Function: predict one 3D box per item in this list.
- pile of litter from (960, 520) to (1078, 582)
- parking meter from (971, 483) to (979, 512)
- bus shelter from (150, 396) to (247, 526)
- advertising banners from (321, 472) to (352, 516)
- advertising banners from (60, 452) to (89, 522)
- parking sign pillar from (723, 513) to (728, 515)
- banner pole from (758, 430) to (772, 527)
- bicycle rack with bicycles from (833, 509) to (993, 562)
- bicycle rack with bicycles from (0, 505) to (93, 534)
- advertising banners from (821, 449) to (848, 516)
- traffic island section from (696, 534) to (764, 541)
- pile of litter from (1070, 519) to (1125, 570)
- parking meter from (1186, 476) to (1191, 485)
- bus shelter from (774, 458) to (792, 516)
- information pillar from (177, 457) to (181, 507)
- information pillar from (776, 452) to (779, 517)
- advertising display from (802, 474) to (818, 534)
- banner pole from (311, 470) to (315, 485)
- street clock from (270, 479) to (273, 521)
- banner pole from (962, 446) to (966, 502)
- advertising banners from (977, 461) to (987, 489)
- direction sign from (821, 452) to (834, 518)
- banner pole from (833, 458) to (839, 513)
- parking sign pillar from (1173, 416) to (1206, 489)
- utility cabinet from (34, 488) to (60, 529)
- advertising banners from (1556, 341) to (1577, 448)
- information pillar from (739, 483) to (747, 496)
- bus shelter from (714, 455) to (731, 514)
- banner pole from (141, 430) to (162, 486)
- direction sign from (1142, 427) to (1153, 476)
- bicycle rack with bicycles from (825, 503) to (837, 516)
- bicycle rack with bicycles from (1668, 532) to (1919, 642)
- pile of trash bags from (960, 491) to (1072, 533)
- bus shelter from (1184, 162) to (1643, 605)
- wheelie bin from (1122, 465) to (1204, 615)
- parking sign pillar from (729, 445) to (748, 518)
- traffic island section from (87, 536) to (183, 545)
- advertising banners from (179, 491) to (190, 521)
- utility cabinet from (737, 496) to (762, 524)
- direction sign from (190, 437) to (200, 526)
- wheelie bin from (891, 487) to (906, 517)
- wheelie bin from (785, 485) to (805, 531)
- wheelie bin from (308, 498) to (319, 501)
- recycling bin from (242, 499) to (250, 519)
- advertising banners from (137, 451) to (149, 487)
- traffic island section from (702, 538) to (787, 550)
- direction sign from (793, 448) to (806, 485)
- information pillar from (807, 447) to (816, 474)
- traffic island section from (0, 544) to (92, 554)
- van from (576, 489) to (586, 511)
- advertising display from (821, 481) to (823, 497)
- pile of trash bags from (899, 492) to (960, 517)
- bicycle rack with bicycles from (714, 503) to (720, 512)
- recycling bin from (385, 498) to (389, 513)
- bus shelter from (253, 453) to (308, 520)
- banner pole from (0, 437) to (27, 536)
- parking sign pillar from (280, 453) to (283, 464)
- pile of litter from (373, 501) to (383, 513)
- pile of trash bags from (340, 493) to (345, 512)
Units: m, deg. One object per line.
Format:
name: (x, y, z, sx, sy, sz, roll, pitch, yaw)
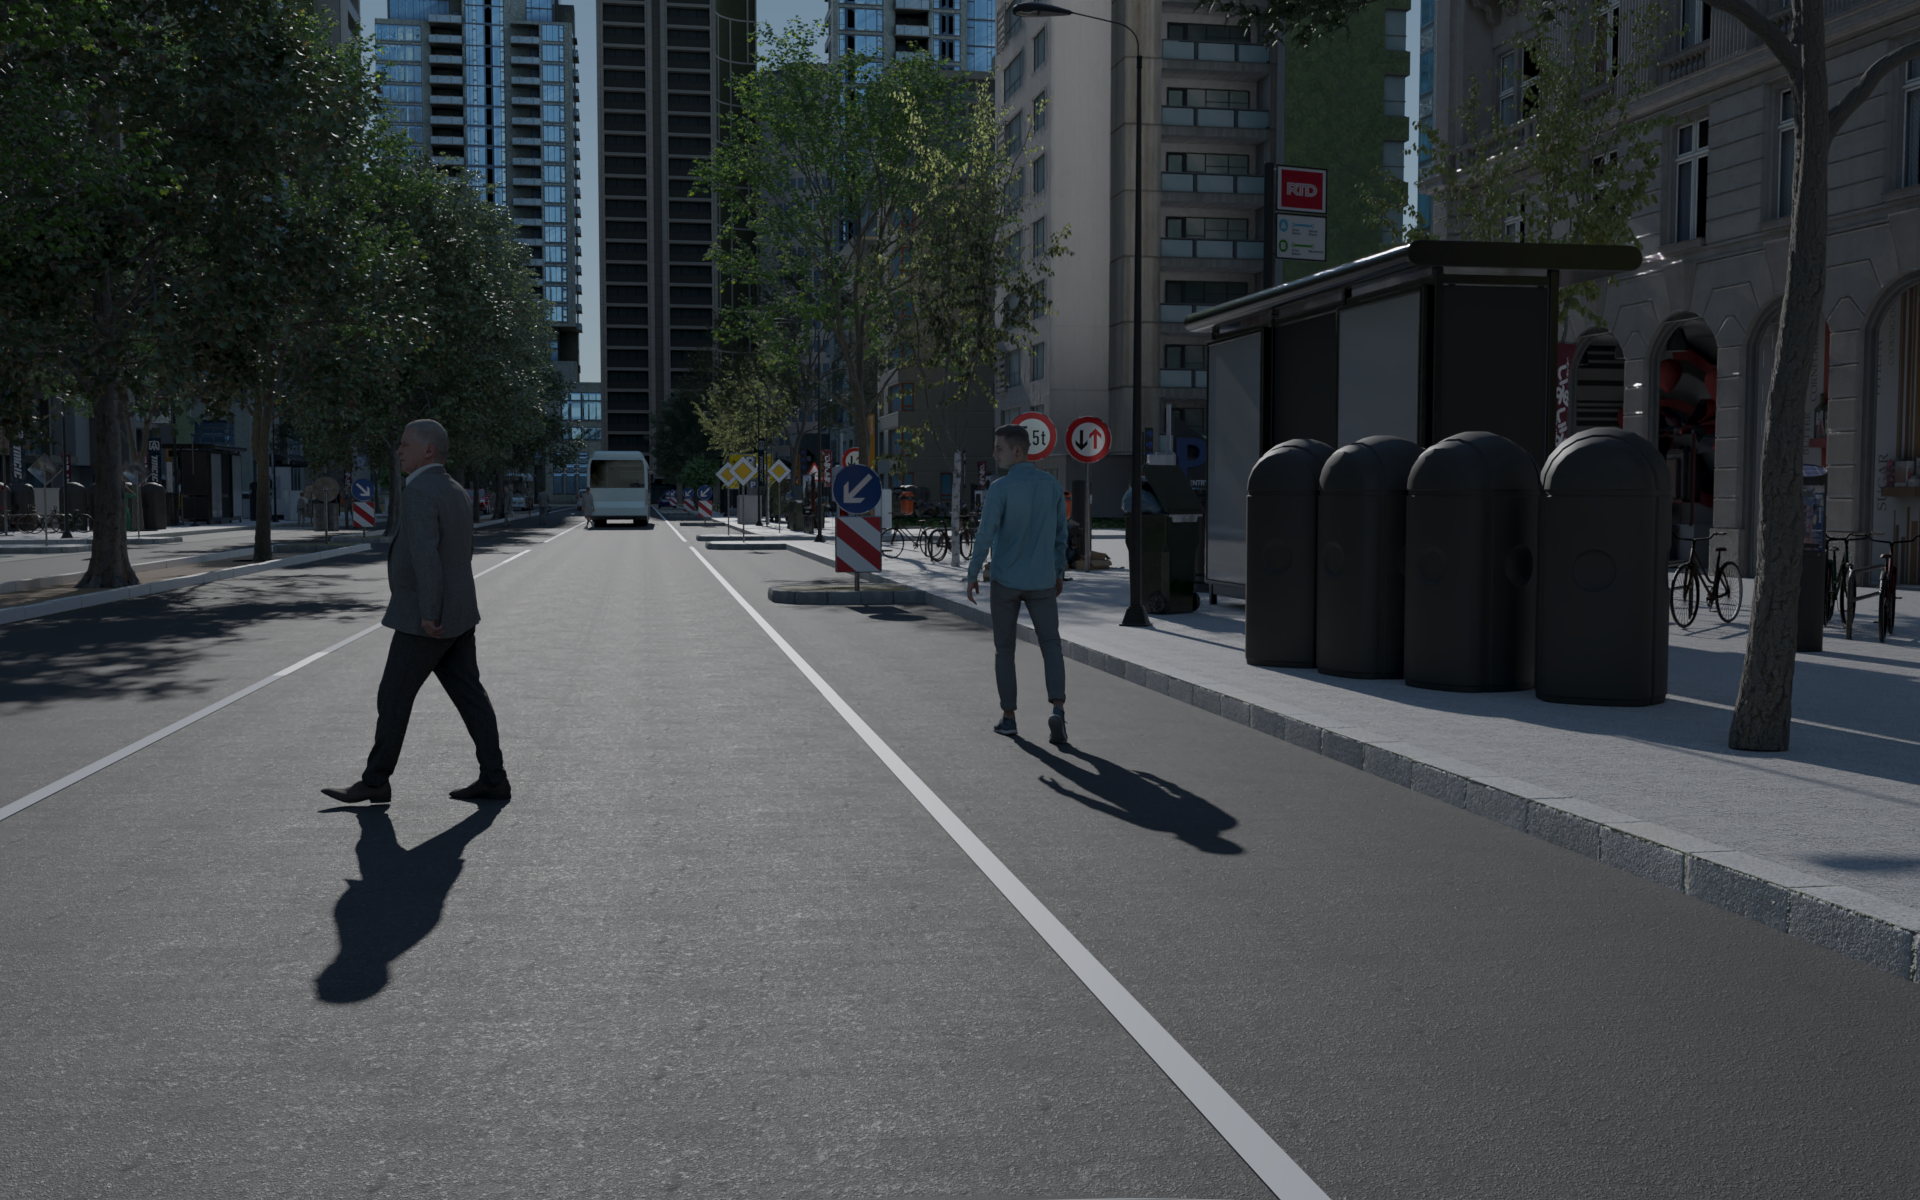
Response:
pile of litter: (0.820, -0.707, 25.525, 1.719, 0.858, 1.176, 0, 4, 2)
parking meter: (0.795, -5.413, 94.217, 0.399, 1.863, 0.255, -2, 4, -33)
bus shelter: (-32.307, -5.854, 73.343, 2.179, 5.291, 8.768, -1, 4, -10)
advertising banners: (-36.559, -6.429, 101.297, 2.074, 3.025, 0.090, -1, 4, -9)
advertising banners: (-37.361, -4.736, 73.622, 0.090, 3.025, 2.074, 1, 4, 19)
parking sign pillar: (-13.342, -6.976, 102.524, 1.447, 3.967, 1.447, -1, 4, -16)
banner pole: (-7.693, -4.760, 67.845, 0.401, 3.779, 0.863, -3, 4, -38)
bicycle rack with bicycles: (-0.415, -1.276, 34.248, 2.852, 0.926, 2.925, 3, 5, 42)
bicycle rack with bicycles: (-29.907, -2.642, 56.574, 2.925, 0.926, 2.852, -1, 4, -20)
advertising banners: (-4.574, -4.397, 68.074, 2.074, 3.025, 0.090, -3, 4, -36)
traffic island section: (-7.149, -1.921, 53.687, 2.009, 0.180, 2.903, -1, 4, -10)
pile of litter: (2.057, -0.948, 29.464, 1.719, 0.858, 1.176, -1, 4, -18)
parking meter: (7.228, -3.061, 55.759, 0.255, 1.863, 0.399, -1, 4, -22)
bus shelter: (-10.542, -6.447, 99.324, 2.014, 3.302, 5.546, -1, 4, -10)
information pillar: (-40.549, -6.058, 90.410, 0.504, 3.616, 0.183, -2, 4, -29)
information pillar: (-10.074, -6.368, 95.479, 0.183, 3.616, 0.504, -1, 4, -17)
advertising display: (-4.908, -3.115, 56.147, 0.123, 1.923, 0.974, -2, 4, -23)
banner pole: (-38.297, -6.886, 102.603, 0.401, 3.779, 0.863, 0, 4, -5)
street clock: (-32.627, -4.721, 81.756, 0.358, 2.002, 0.471, -3, 5, -40)
banner pole: (0.203, -5.982, 87.828, 0.401, 3.779, 0.863, -1, 4, -13)
advertising banners: (1.901, -5.788, 90.819, 2.074, 3.025, 0.090, 0, 4, -1)
direction sign: (-7.282, -6.250, 94.189, 0.876, 3.537, 0.379, -1, 4, -21)
banner pole: (-8.567, -7.936, 119.765, 0.401, 3.779, 0.863, -2, 4, -35)
parking sign pillar: (8.017, -4.361, 59.775, 1.447, 3.967, 1.447, -1, 4, -11)
utility cabinet: (-33.184, -3.316, 62.896, 1.173, 1.500, 0.318, -1, 4, -21)
advertising banners: (6.350, -1.425, 19.480, 2.074, 3.025, 0.090, -3, 5, -40)
information pillar: (-10.164, -4.692, 81.211, 0.304, 2.012, 0.304, 3, 5, 44)
bus shelter: (-14.420, -7.176, 108.617, 1.731, 3.624, 6.357, -1, 4, -10)
banner pole: (-31.502, -4.734, 67.419, 0.863, 3.779, 0.401, -2, 4, -32)
direction sign: (6.212, -4.089, 58.854, 0.876, 3.537, 0.379, -2, 4, -34)
bicycle rack with bicycles: (-7.402, -5.418, 101.972, 2.852, 0.926, 2.925, 3, 4, 36)
bicycle rack with bicycles: (7.859, -0.192, 16.520, 2.852, 0.926, 2.925, 3, 4, 38)
pile of trash bags: (2.025, -2.844, 56.251, 3.447, 1.369, 1.912, -1, 4, -17)
bus shelter: (3.944, -2.513, 18.720, 2.179, 5.291, 8.768, -1, 4, -10)
wheelie bin: (2.152, -0.658, 18.674, 0.693, 1.594, 0.980, 3, 5, 45)
parking sign pillar: (-11.562, -6.503, 94.794, 1.447, 3.967, 1.447, 1, 4, 19)
traffic island section: (-24.009, -1.732, 50.598, 2.009, 0.180, 2.903, -1, 4, -10)
advertising banners: (-35.972, -5.257, 82.136, 2.074, 3.025, 0.090, -1, 4, -17)
utility cabinet: (-8.999, -3.842, 73.981, 1.020, 1.237, 0.306, -2, 4, -25)
direction sign: (-30.424, -4.694, 68.748, 0.379, 3.537, 0.876, -1, 4, -21)
wheelie bin: (-2.638, -4.091, 74.799, 0.980, 1.594, 0.693, 1, 4, 10)
wheelie bin: (-5.616, -3.199, 60.212, 0.980, 1.594, 0.693, -2, 4, -27)
wheelie bin: (-35.008, -5.253, 93.789, 0.980, 1.594, 0.693, -1, 4, -21)
recycling bin: (-36.758, -4.711, 89.575, 0.722, 1.027, 0.722, -2, 4, -26)
advertising banners: (-34.217, -4.570, 70.900, 2.074, 3.025, 0.090, -1, 4, -18)
traffic island section: (-5.702, -1.441, 45.833, 2.009, 0.180, 2.903, -1, 4, -10)
direction sign: (-7.931, -5.708, 85.318, 0.379, 3.537, 0.876, 3, 5, 41)
information pillar: (-7.471, -5.841, 86.855, 0.504, 3.616, 0.183, 2, 4, 25)
traffic island section: (-22.562, -1.252, 42.745, 2.009, 0.180, 2.903, -1, 4, -10)
van: (-32.392, -8.783, 150.617, 2.013, 2.044, 4.112, -1, 4, -9)
advertising display: (-6.801, -4.604, 80.488, 0.974, 1.923, 0.123, 2, 4, 28)
pile of trash bags: (-1.157, -3.664, 69.654, 3.447, 1.369, 1.912, 3, 5, 44)
bicycle rack with bicycles: (-15.993, -6.628, 121.742, 2.925, 0.926, 2.852, 1, 4, 15)
recycling bin: (-39.075, -6.516, 119.094, 0.722, 1.027, 0.722, -3, 4, -36)
bus shelter: (-34.256, -5.759, 88.081, 2.014, 3.302, 5.546, -1, 4, -10)
banner pole: (-29.036, -3.857, 53.077, 0.401, 3.779, 0.863, 3, 5, 42)
parking sign pillar: (-44.994, -7.657, 113.660, 1.447, 3.967, 1.447, 1, 4, 8)
pile of litter: (-39.934, -6.325, 117.371, 1.719, 0.858, 1.176, -2, 4, -33)
pile of trash bags: (-44.703, -6.880, 122.242, 1.912, 1.369, 3.447, 3, 4, 37)
